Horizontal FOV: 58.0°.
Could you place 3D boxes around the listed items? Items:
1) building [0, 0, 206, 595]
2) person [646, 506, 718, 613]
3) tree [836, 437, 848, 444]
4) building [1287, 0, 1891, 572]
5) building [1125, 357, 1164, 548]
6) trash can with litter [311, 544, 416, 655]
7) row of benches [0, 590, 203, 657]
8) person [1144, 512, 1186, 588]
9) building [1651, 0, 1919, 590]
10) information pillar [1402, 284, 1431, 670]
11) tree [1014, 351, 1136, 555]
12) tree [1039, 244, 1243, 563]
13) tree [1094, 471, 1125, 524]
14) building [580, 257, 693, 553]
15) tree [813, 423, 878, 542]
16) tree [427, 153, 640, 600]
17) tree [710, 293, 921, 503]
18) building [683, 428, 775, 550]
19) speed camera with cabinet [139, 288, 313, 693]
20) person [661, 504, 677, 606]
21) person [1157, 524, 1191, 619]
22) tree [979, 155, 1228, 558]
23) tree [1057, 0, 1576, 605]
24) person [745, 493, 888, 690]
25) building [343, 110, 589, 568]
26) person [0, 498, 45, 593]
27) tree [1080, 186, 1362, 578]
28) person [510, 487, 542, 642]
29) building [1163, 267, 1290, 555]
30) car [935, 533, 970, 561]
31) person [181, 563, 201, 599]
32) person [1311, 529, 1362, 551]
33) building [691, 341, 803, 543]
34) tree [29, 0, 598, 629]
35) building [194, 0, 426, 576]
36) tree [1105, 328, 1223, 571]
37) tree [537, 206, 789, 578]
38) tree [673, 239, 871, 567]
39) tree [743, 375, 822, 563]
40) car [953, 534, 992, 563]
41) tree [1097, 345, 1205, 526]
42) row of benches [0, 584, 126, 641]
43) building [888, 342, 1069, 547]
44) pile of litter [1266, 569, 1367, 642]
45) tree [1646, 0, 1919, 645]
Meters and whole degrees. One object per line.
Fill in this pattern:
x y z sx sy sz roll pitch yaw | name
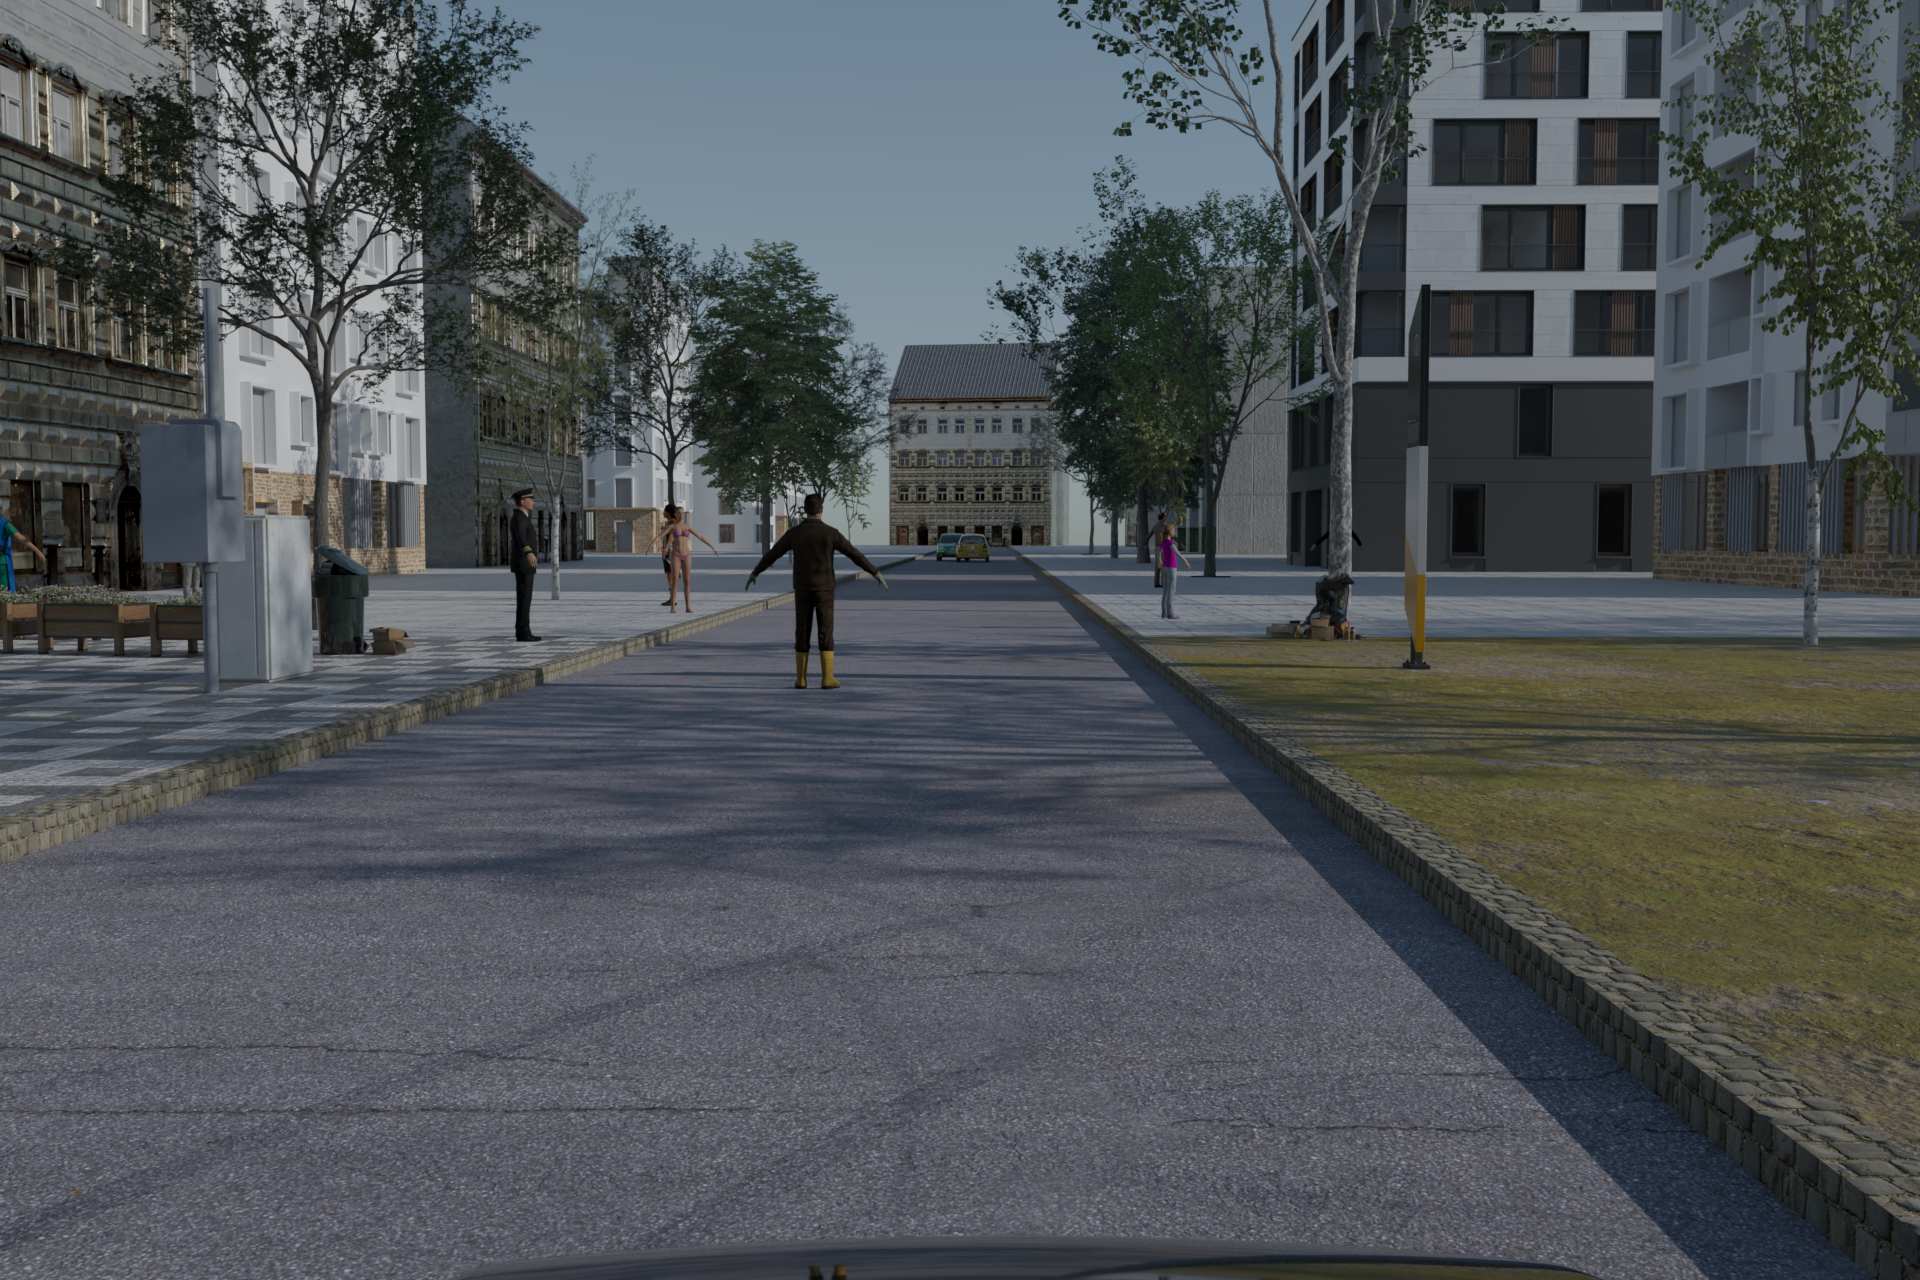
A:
-27.373 -12.304 32.093 19.493 23.208 18.063 0 3 0 | building
-4.517 -1.304 28.116 1.217 1.733 0.721 -2 4 -26 | person
-18.584 -20.959 198.574 12.611 20.169 13.585 0 3 0 | tree
27.652 -14.062 73.896 27.936 21.610 32.646 0 4 1 | building
26.320 -20.799 170.986 19.493 23.208 18.063 0 4 1 | building
-6.380 -0.438 18.547 1.055 1.170 0.624 0 4 2 | trash can with litter
-9.328 -0.194 18.640 4.104 0.672 1.422 1 4 16 | row of benches
4.839 -2.150 41.425 0.705 1.796 1.348 -3 4 -39 | person
24.442 -11.614 46.310 16.016 20.090 11.380 0 4 1 | building
4.362 -1.540 16.527 0.183 3.616 0.504 0 4 1 | information pillar
8.209 -11.962 105.949 12.009 13.543 11.850 0 3 0 | tree
8.158 -10.371 76.213 9.857 13.997 8.962 0 3 0 | tree
19.529 -17.669 195.539 9.857 13.997 8.962 0 3 0 | tree
-25.736 -16.090 119.496 16.016 20.090 11.380 0 4 2 | building
-6.757 -9.443 104.756 4.737 8.622 4.395 0 3 0 | tree
-7.759 -5.071 33.278 4.360 8.622 3.978 0 3 0 | tree
-7.105 -10.829 87.426 12.009 13.543 11.850 0 3 0 | tree
-20.433 -12.725 150.199 9.099 9.664 28.070 0 4 1 | building
-6.209 -1.247 14.731 0.660 3.252 2.038 0 4 1 | speed camera with cabinet
-5.209 -1.521 31.005 0.704 1.843 1.345 -1 4 -9 | person
3.212 -1.033 26.160 0.599 1.433 0.991 -1 4 -20 | person
7.291 -14.287 89.481 12.611 20.169 13.585 0 3 0 | tree
6.227 -10.773 32.029 12.611 20.169 13.585 0 3 0 | tree
-1.344 -0.455 16.042 1.346 1.812 0.704 0 4 6 | person
-27.526 -14.877 74.175 19.493 23.208 18.063 0 3 0 | building
-13.838 -1.150 24.925 1.347 1.817 0.704 1 4 9 | person
7.578 -7.667 51.110 9.928 11.665 9.643 0 3 0 | tree
-5.184 -0.904 20.714 0.705 1.837 1.347 -1 4 -14 | person
24.574 -15.704 123.216 16.747 18.905 31.486 0 4 1 | building
-0.355 -5.166 93.254 1.959 1.807 4.718 0 4 1 | car
-15.196 -1.719 34.291 0.705 1.806 1.347 1 4 21 | person
8.602 -2.028 39.345 1.347 1.806 0.705 -1 4 -20 | person
-21.629 -19.070 168.213 16.016 20.090 11.380 0 4 1 | building
-8.349 -5.430 23.188 7.601 10.594 8.767 -3 5 -40 | tree
-23.109 -11.520 44.765 16.016 20.090 11.380 0 4 1 | building
7.339 -6.729 60.387 4.737 8.622 4.395 0 3 0 | tree
-8.622 -7.080 50.174 7.601 10.594 8.767 -1 4 -23 | tree
-7.292 -9.089 66.731 7.486 12.596 7.792 0 3 0 | tree
-7.581 -7.659 75.595 4.737 8.622 4.395 0 3 0 | tree
0.657 -4.799 88.687 2.015 1.641 3.980 0 4 1 | car
7.944 -7.086 66.222 4.360 8.622 3.978 0 3 0 | tree
-12.218 -0.358 21.312 4.104 0.672 1.422 0 4 6 | row of benches
2.591 -22.340 198.646 18.063 23.208 19.493 1 4 10 | building
4.412 -0.459 21.468 1.176 0.858 1.719 0 4 0 | pile of litter
9.996 -4.234 19.590 4.737 8.622 4.395 0 3 0 | tree
